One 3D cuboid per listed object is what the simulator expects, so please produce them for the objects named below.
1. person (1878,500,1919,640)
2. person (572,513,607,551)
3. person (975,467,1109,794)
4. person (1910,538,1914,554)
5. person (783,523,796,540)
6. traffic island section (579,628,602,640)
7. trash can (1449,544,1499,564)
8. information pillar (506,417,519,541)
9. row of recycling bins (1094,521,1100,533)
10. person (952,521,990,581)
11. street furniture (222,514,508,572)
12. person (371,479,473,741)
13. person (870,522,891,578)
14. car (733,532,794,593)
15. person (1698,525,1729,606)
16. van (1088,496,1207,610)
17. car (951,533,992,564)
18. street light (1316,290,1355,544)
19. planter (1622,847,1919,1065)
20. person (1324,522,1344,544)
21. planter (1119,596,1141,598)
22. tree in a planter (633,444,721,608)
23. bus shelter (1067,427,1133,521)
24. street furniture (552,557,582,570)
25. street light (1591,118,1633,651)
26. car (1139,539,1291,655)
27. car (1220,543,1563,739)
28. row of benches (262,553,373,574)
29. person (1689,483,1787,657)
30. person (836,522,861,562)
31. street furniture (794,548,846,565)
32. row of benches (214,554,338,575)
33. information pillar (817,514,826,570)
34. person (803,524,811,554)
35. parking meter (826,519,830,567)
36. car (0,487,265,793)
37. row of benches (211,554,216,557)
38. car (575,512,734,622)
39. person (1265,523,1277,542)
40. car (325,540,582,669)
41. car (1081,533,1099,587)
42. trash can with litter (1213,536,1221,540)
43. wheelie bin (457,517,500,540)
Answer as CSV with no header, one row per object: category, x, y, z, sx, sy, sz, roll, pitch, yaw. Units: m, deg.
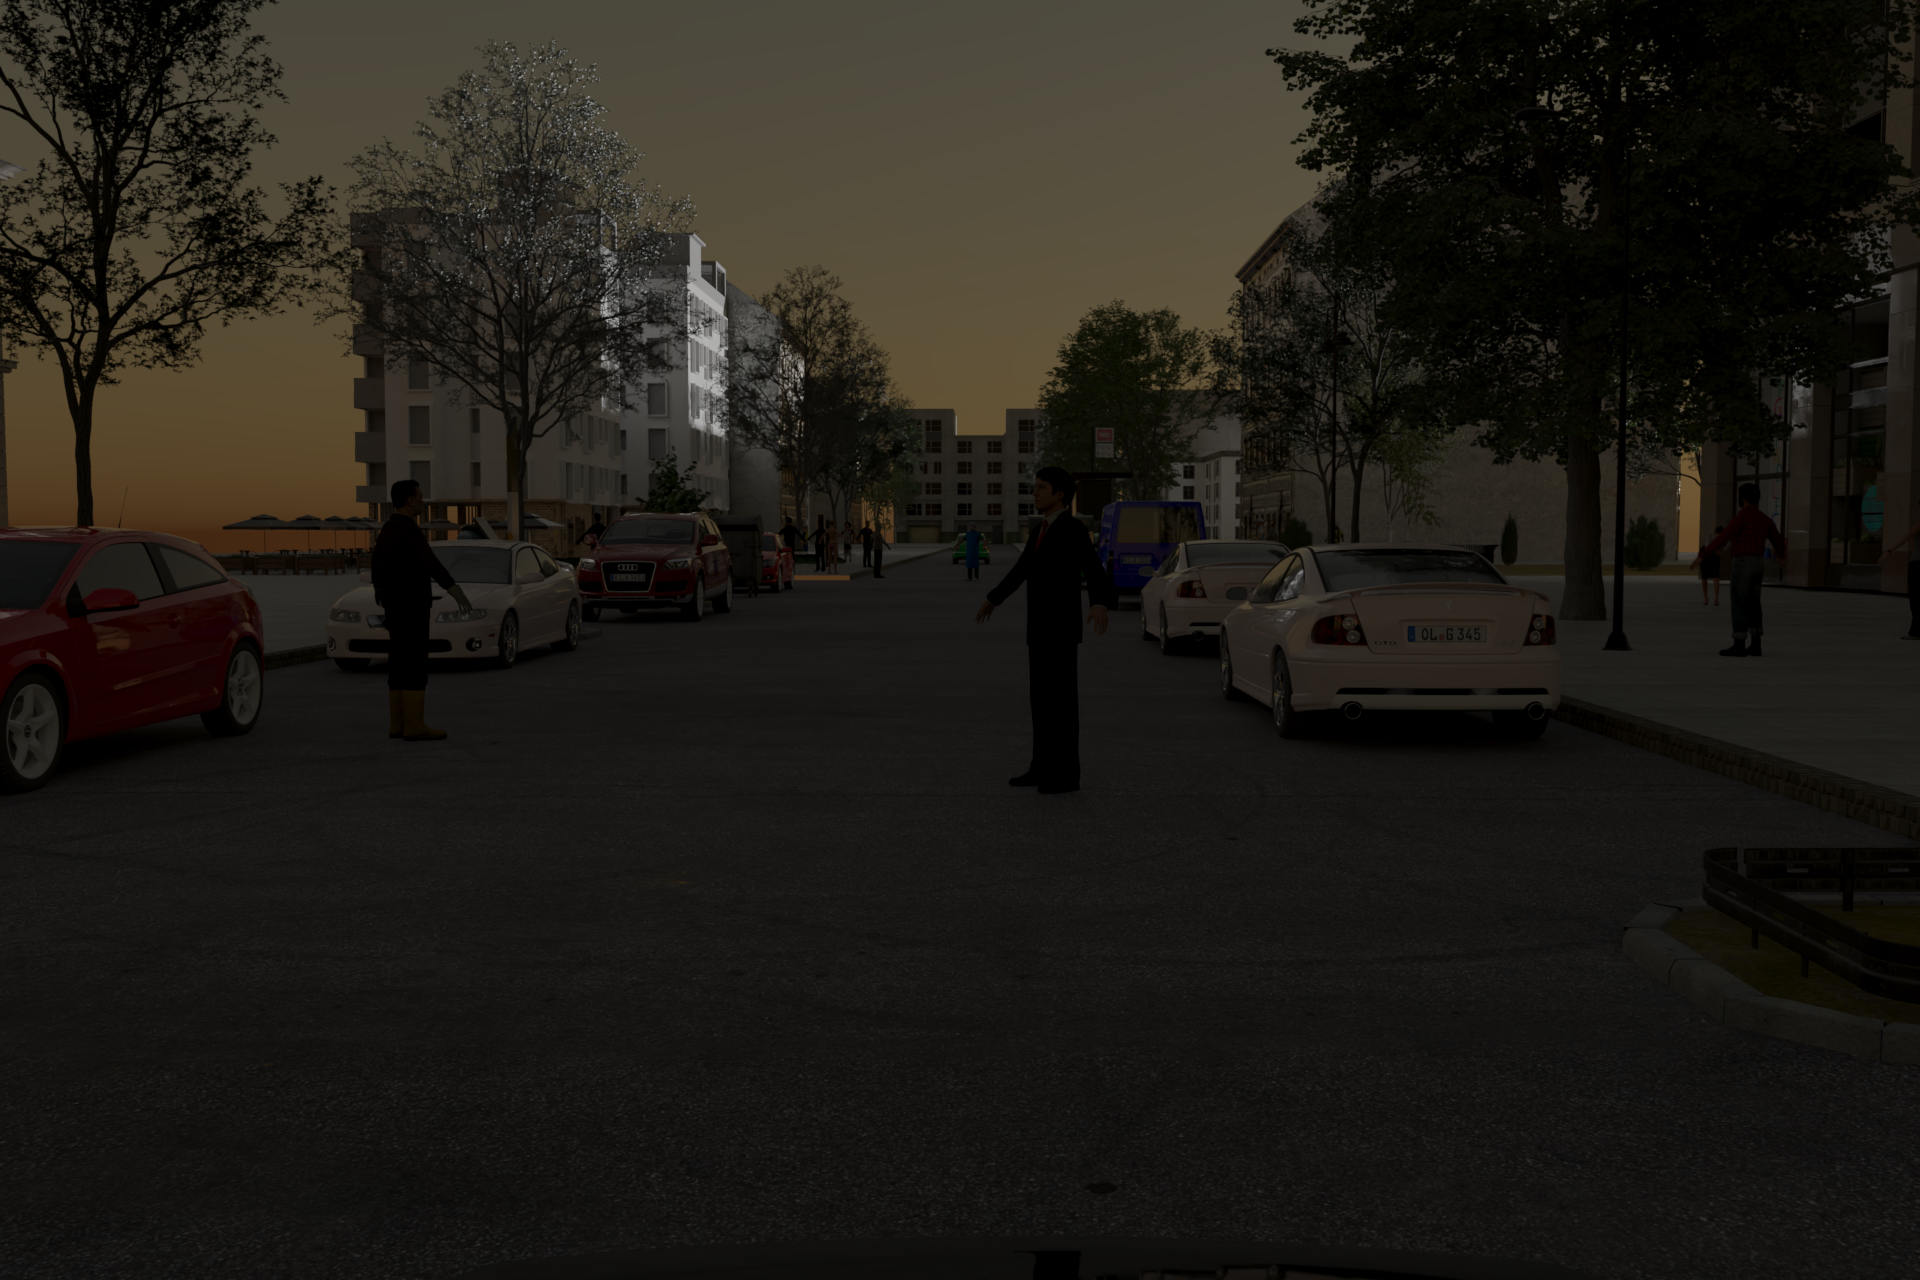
person,11.662,-0.872,21.070,1.217,1.737,0.721,-1,4,-21
person,-9.235,-2.326,44.077,1.345,1.823,0.704,-3,5,-42
person,0.498,-0.066,9.722,0.705,1.806,1.347,-2,4,-28
person,17.494,-1.555,31.206,1.343,1.855,0.704,-2,4,-29
person,-8.527,-5.095,89.090,1.354,1.856,0.705,-3,5,-44
traffic island section,-6.039,-0.063,23.891,1.991,0.108,1.994,0,4,1
trash can,6.932,-0.727,23.547,0.748,1.137,0.748,0,3,0
information pillar,-8.867,-2.631,34.373,0.183,3.616,0.504,0,4,2
row of recycling bins,4.395,-2.936,55.118,1.069,1.692,3.534,0,4,0
person,0.376,-2.711,52.915,1.347,1.817,0.704,2,4,31
street furniture,-26.797,-4.095,71.988,14.083,1.986,27.439,0,4,8
person,-3.831,-0.215,12.114,0.704,1.812,1.346,-3,5,-43
person,-2.641,-2.924,56.394,0.705,1.813,1.348,-2,4,-28
car,-5.251,-2.115,43.619,2.155,1.783,4.494,0,4,1
person,13.467,-1.330,30.972,0.628,1.438,0.799,-1,4,-23
van,3.700,-1.828,34.279,2.240,2.365,5.245,0,4,1
car,0.543,-4.561,83.364,1.959,1.807,4.718,0,4,1
street light,7.125,-3.682,32.996,0.468,5.910,1.993,0,4,2
planter,3.239,0.957,5.487,1.991,0.319,1.994,0,4,2
person,17.680,-4.636,81.564,1.354,1.858,0.705,-3,5,-39
planter,4.045,-1.136,39.715,1.991,0.319,1.994,0,4,1
tree in a planter,-5.735,-2.275,34.422,1.991,3.239,1.994,0,4,1
bus shelter,4.751,-5.206,62.751,2.179,5.291,8.768,0,4,-1
street furniture,-11.792,-2.793,61.295,10.072,0.657,5.734,-2,4,-26
street light,7.822,-2.841,18.984,1.470,5.913,1.316,0,4,1
car,3.340,-0.579,21.831,2.083,1.381,4.827,0,4,1
car,3.180,-0.070,13.510,2.083,1.381,4.827,0,4,1
row of benches,-20.654,-2.498,56.308,4.104,0.672,1.422,-1,4,-17
person,8.235,-0.738,18.180,1.345,1.816,0.704,-2,4,-24
person,-5.140,-4.462,79.092,1.345,1.843,0.704,1,4,17
street furniture,-9.879,-3.499,72.834,10.072,0.657,5.734,-2,4,-25
row of benches,-21.428,-2.382,54.407,4.104,0.672,1.422,1,4,12
information pillar,-5.006,-3.545,62.451,0.304,2.012,0.304,0,4,1
person,-7.370,-4.724,83.698,0.721,1.772,1.216,0,4,7
parking meter,-5.285,-3.791,67.700,0.399,1.863,0.255,0,4,2
car,-6.007,-0.115,10.917,2.155,1.783,4.494,0,4,1
row of benches,-26.287,-2.522,56.703,4.104,0.672,1.422,1,4,10
car,-5.223,-1.309,30.075,2.281,1.827,5.304,0,4,1
person,14.793,-4.645,82.219,0.705,1.796,1.348,2,4,34
car,-5.670,-0.462,19.912,2.083,1.381,4.827,0,4,1
car,3.794,-2.276,46.008,1.959,1.807,4.718,0,4,1
trash can with litter,7.577,-2.479,51.595,1.678,1.210,2.233,0,4,1
wheelie bin,-9.020,-1.503,32.484,0.693,1.594,0.980,0,4,2
